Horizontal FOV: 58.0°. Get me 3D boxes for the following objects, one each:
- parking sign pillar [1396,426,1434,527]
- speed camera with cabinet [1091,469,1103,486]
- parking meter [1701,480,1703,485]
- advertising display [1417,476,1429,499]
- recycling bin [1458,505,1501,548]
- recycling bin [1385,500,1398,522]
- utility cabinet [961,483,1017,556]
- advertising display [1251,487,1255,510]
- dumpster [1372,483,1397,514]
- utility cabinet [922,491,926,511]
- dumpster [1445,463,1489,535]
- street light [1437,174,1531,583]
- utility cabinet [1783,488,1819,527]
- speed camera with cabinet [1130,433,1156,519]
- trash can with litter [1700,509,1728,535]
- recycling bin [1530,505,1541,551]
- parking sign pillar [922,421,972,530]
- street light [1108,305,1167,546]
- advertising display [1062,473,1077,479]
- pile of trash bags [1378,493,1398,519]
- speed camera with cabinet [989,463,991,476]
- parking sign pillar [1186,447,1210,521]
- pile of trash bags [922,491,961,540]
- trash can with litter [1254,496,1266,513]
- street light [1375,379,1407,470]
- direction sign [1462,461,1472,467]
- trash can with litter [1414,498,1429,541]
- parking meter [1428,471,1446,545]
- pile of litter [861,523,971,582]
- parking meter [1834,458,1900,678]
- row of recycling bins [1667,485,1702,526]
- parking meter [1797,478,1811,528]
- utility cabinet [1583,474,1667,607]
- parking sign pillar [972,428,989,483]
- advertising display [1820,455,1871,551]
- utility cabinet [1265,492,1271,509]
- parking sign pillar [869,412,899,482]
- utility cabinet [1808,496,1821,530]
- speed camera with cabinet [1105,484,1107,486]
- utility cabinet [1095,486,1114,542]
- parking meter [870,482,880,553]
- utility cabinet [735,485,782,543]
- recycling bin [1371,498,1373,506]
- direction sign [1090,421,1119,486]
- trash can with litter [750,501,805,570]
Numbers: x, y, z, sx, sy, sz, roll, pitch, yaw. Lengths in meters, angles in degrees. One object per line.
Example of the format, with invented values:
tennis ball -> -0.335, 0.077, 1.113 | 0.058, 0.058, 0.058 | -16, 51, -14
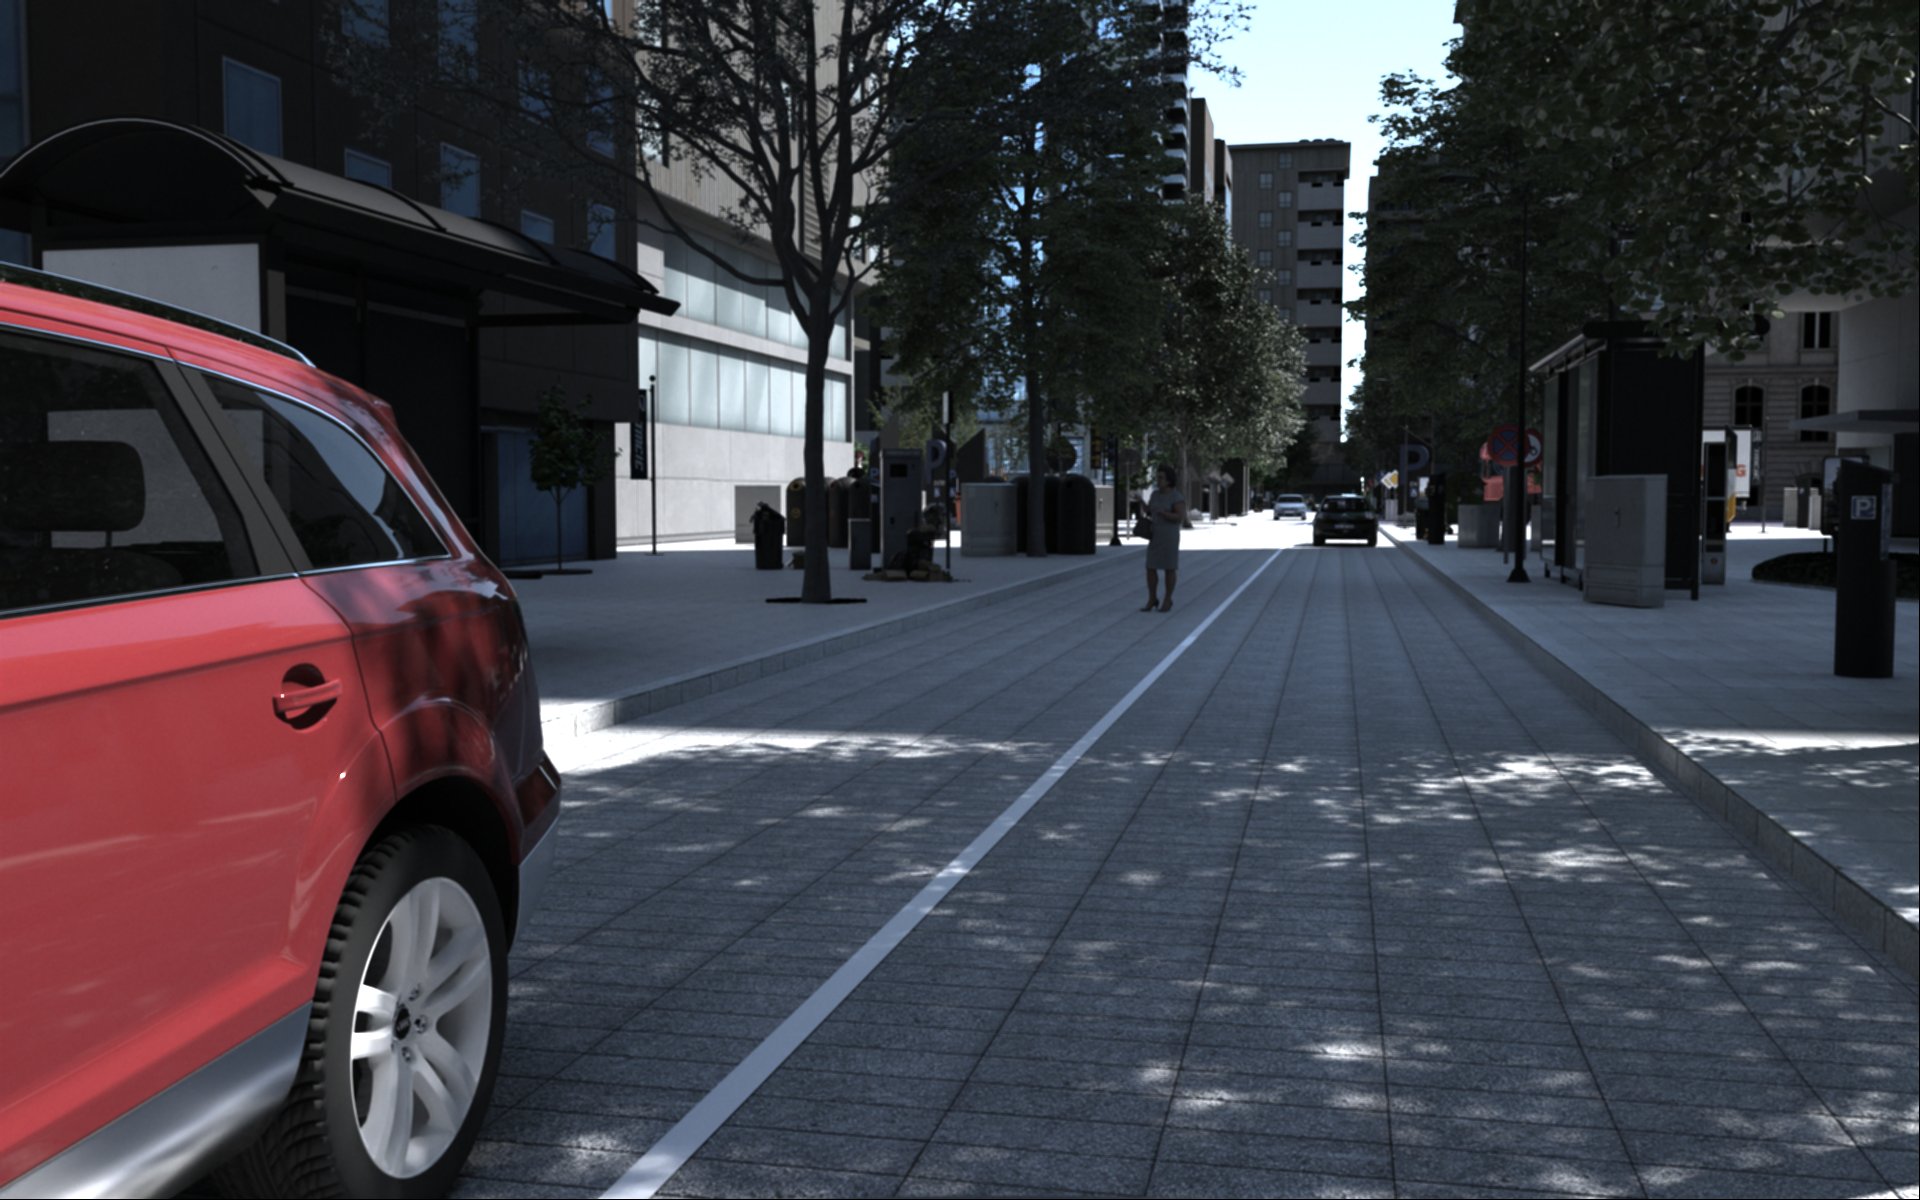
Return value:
parking sign pillar -> 17.832, -4.852, 67.801 | 1.447, 3.967, 1.447 | 1, 4, 23
speed camera with cabinet -> 8.175, -6.756, 104.800 | 0.660, 3.252, 2.038 | 1, 4, 8
parking meter -> 29.233, -3.834, 68.394 | 0.399, 1.863, 0.255 | 2, 4, 31
advertising display -> 17.036, -3.519, 62.742 | 0.974, 1.923, 0.123 | -1, 4, -8
recycling bin -> 12.424, -1.768, 41.465 | 0.722, 1.027, 0.722 | -2, 4, -26
recycling bin -> 19.959, -4.092, 79.456 | 0.722, 1.027, 0.722 | 2, 4, 28
utility cabinet -> 0.600, -1.652, 35.692 | 1.173, 1.500, 0.318 | -2, 4, -29
advertising display -> 23.275, -8.099, 137.637 | 0.123, 1.923, 0.974 | 0, 4, -4
dumpster -> 26.911, -6.556, 109.687 | 1.502, 2.255, 1.985 | 1, 4, 12
utility cabinet -> -2.885, -7.150, 125.586 | 0.318, 1.500, 1.173 | 2, 4, 29
dumpster -> 16.089, -3.240, 55.462 | 1.502, 2.255, 1.985 | 1, 4, 12
street light -> 7.610, -3.219, 25.171 | 1.470, 5.913, 1.316 | 1, 4, 12
utility cabinet -> 32.116, -3.515, 66.150 | 1.173, 1.500, 0.318 | 2, 4, 24
speed camera with cabinet -> 6.031, -3.735, 55.401 | 0.660, 3.252, 2.038 | 2, 4, 31
trash can with litter -> 23.243, -2.597, 53.856 | 1.055, 1.170, 0.624 | 0, 4, 6
recycling bin -> 13.315, -1.609, 38.855 | 0.722, 1.027, 0.722 | -2, 4, -24
parking sign pillar -> -0.663, -4.480, 61.722 | 1.447, 3.967, 1.447 | -3, 4, -37
street light -> 4.394, -4.294, 42.743 | 1.470, 5.913, 1.316 | 1, 4, 12
advertising display -> 3.265, -2.986, 54.040 | 0.974, 1.923, 0.123 | -3, 4, -36
pile of trash bags -> 22.232, -4.777, 87.859 | 1.912, 1.369, 3.447 | 1, 4, 10
speed camera with cabinet -> 1.675, -7.134, 110.976 | 0.660, 3.252, 2.038 | 0, 4, -5
parking sign pillar -> 10.814, -5.710, 81.823 | 1.447, 3.967, 1.447 | -3, 5, -43
pile of trash bags -> -0.889, -2.342, 48.038 | 3.447, 1.369, 1.912 | 3, 5, 42
trash can with litter -> 20.745, -6.646, 120.052 | 0.624, 1.170, 1.055 | 2, 4, 27
street light -> 17.458, -5.959, 69.967 | 1.470, 5.913, 1.316 | 1, 4, 12
direction sign -> 34.959, -7.804, 119.594 | 0.379, 3.537, 0.876 | -2, 4, -33
trash can with litter -> 13.034, -2.246, 48.106 | 0.624, 1.170, 1.055 | 0, 4, -7
parking meter -> 12.140, -2.350, 44.126 | 0.399, 1.863, 0.255 | -2, 4, -32
pile of litter -> -0.671, -0.714, 25.639 | 1.719, 0.858, 1.176 | 3, 5, 44
parking meter -> 6.380, -0.231, 12.186 | 0.372, 1.533, 0.369 | 0, 3, 0
row of recycling bins -> 23.189, -3.099, 57.786 | 1.069, 1.692, 3.534 | -2, 4, -32
parking meter -> 31.548, -3.612, 64.772 | 0.255, 1.863, 0.399 | -2, 4, -24
utility cabinet -> 7.631, -0.688, 19.936 | 0.318, 1.500, 1.173 | -1, 4, -12
parking sign pillar -> 0.555, -5.051, 71.062 | 1.447, 3.967, 1.447 | 3, 4, 36
advertising display -> 14.670, -1.438, 28.728 | 0.123, 1.923, 0.974 | -1, 4, -13
utility cabinet -> 27.026, -8.761, 151.919 | 0.318, 1.500, 1.173 | 1, 4, 19
parking sign pillar -> -2.461, -4.137, 56.116 | 1.447, 3.967, 1.447 | 2, 4, 26
utility cabinet -> 30.593, -3.065, 61.278 | 1.020, 1.237, 0.306 | 0, 4, -3
speed camera with cabinet -> 11.947, -9.068, 142.602 | 0.660, 3.252, 2.038 | -1, 4, -13
utility cabinet -> 3.565, -2.271, 45.812 | 1.173, 1.500, 0.318 | -3, 4, -37
parking meter -> -1.772, -1.787, 37.629 | 0.372, 1.533, 0.369 | 0, 3, 0
utility cabinet -> -5.162, -2.184, 44.388 | 1.173, 1.500, 0.318 | 0, 4, -1
recycling bin -> 29.376, -6.775, 123.331 | 0.722, 1.027, 0.722 | 2, 4, 28
direction sign -> 4.494, -3.788, 53.925 | 0.876, 3.537, 0.379 | 0, 4, -2
trash can with litter -> -3.037, -1.115, 29.610 | 1.055, 1.170, 0.624 | -1, 4, -16
